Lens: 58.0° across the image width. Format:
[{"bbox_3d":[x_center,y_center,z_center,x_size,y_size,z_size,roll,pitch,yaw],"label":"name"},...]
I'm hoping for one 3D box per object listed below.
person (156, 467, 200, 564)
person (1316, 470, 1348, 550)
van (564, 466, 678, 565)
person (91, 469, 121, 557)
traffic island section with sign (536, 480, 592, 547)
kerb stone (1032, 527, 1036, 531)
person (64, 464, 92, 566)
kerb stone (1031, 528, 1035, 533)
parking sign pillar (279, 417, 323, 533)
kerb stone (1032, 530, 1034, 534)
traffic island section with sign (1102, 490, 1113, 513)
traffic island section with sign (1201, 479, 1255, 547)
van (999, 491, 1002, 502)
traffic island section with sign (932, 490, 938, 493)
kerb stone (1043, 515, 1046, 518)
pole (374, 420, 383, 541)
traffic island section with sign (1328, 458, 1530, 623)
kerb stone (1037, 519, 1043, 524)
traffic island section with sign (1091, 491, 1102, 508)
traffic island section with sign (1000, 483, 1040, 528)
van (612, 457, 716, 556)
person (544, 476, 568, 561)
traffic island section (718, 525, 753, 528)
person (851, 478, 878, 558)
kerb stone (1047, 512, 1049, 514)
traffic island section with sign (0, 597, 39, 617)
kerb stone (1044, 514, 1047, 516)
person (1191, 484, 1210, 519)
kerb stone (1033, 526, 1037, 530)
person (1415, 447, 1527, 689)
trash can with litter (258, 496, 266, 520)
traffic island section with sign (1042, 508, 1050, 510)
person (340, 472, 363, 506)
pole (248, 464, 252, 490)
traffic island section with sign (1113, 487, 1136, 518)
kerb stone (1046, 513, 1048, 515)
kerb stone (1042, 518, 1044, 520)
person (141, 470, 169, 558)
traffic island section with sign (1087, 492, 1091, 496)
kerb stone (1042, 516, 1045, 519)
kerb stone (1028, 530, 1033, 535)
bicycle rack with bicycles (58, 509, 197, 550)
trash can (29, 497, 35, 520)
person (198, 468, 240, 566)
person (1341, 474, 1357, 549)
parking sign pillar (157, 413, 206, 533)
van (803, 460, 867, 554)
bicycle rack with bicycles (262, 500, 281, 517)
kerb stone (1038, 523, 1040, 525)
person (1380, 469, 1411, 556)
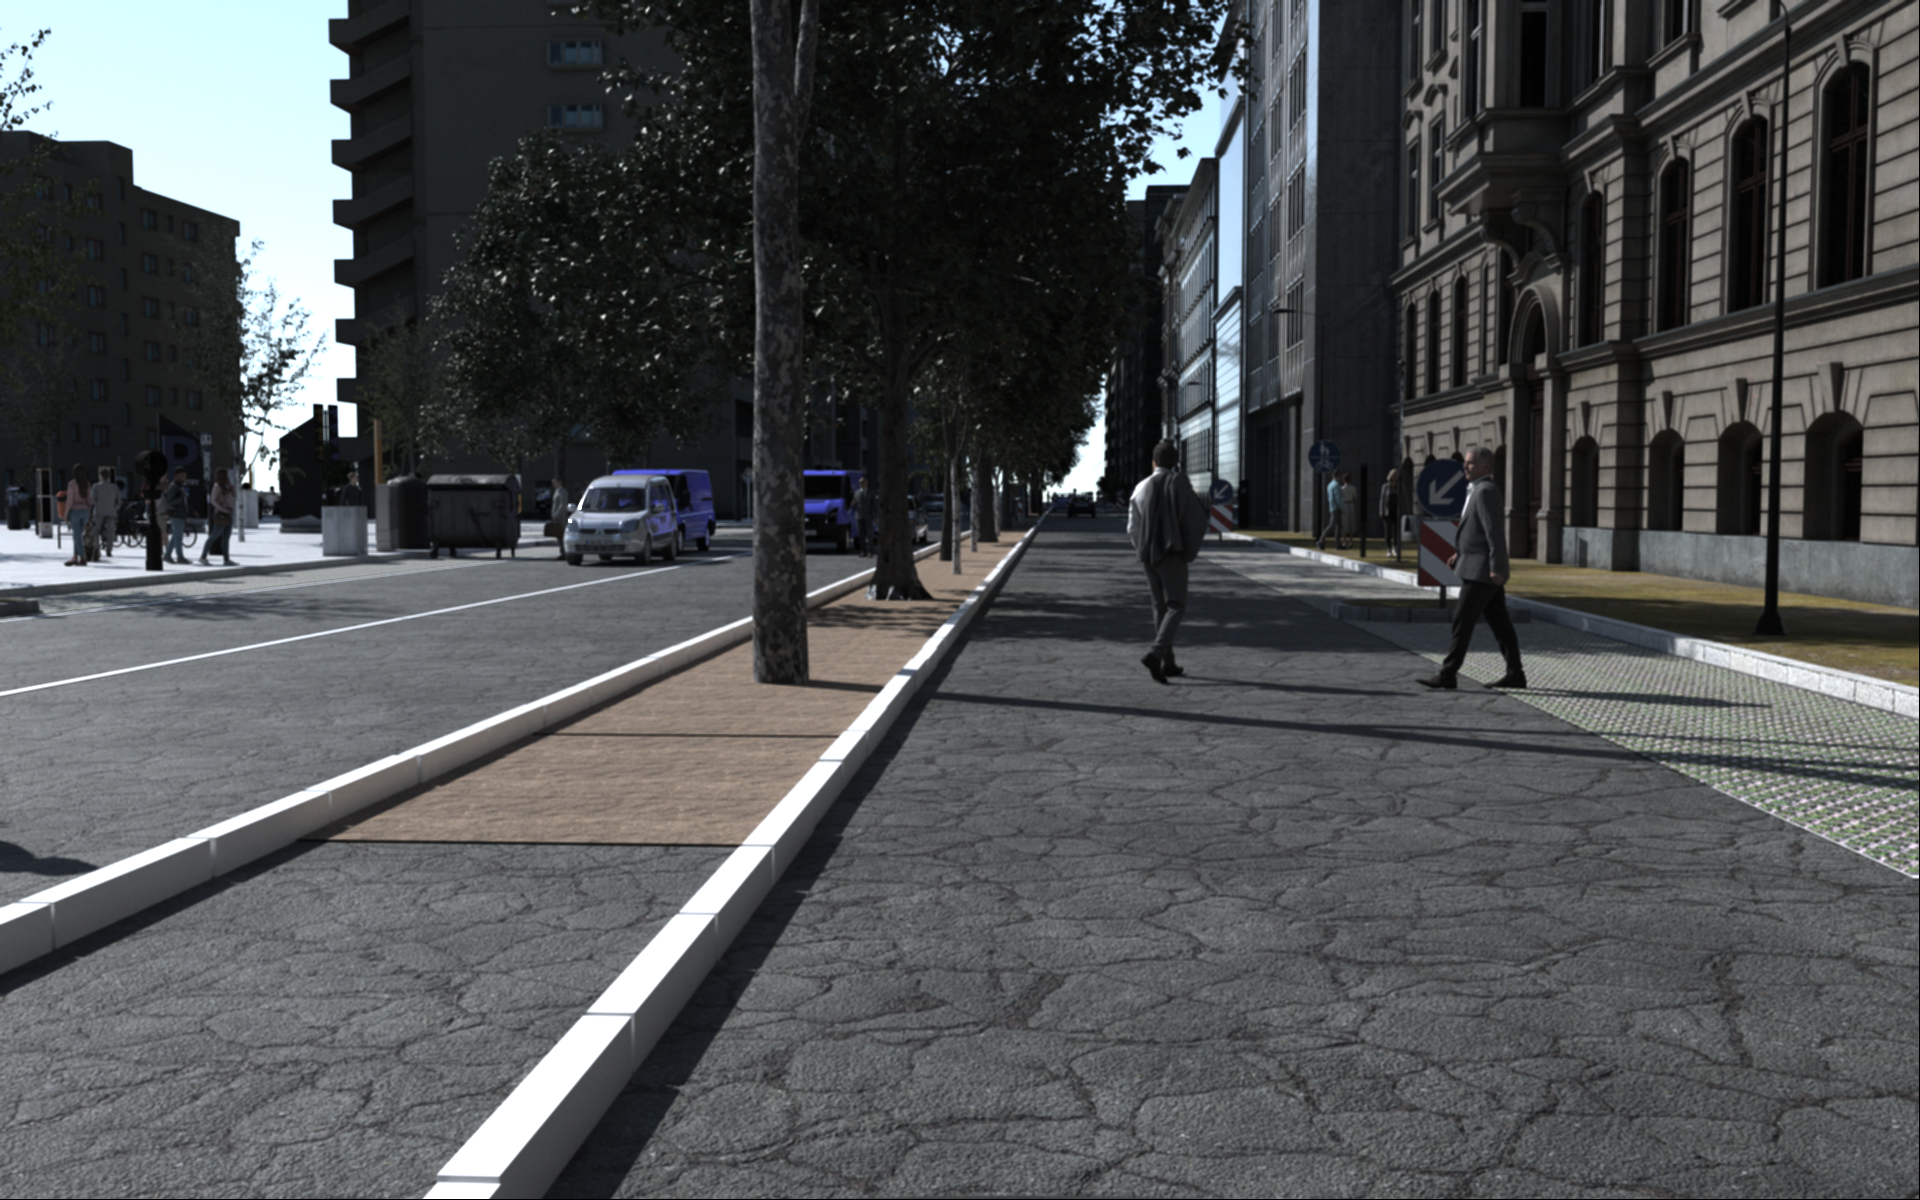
[{"bbox_3d":[-14.311,-1.548,31.697,0.721,1.781,0.623,-2,4,-24],"label":"person"},{"bbox_3d":[8.540,-2.067,39.706,0.748,1.841,0.638,0,4,8],"label":"person"},{"bbox_3d":[-7.061,-1.789,36.255,2.013,2.044,4.112,0,4,2],"label":"van"},{"bbox_3d":[-17.653,-1.801,35.689,0.583,1.804,0.606,3,5,41],"label":"person"},{"bbox_3d":[-10.451,-2.394,47.771,1.989,1.847,2.006,0,4,3],"label":"traffic island section with sign"},{"bbox_3d":[2.566,-2.441,62.112,0.120,0.150,1.000,0,4,3],"label":"kerb stone"},{"bbox_3d":[-15.728,-1.521,30.919,0.388,1.821,0.555,1,4,11],"label":"person"},{"bbox_3d":[2.453,-2.316,60.070,0.120,0.150,1.000,0,4,3],"label":"kerb stone"},{"bbox_3d":[-21.743,-4.200,57.140,1.447,3.967,1.447,-1,4,-18],"label":"parking sign pillar"},{"bbox_3d":[2.325,-2.192,58.029,0.120,0.150,1.000,0,4,3],"label":"kerb stone"},{"bbox_3d":[11.882,-7.411,129.792,1.989,1.847,2.006,0,4,3],"label":"traffic island section with sign"},{"bbox_3d":[6.967,-2.371,47.392,1.989,1.847,2.006,0,4,3],"label":"traffic island section with sign"},{"bbox_3d":[6.470,-16.651,279.260,2.013,2.044,4.112,0,4,1],"label":"van"},{"bbox_3d":[-2.572,-10.508,180.435,1.989,1.847,2.006,0,4,3],"label":"traffic island section with sign"},{"bbox_3d":[4.364,-4.290,92.341,0.120,0.150,1.000,0,4,3],"label":"kerb stone"},{"bbox_3d":[-15.999,-3.293,47.682,0.158,3.312,0.155,0,3,0],"label":"pole"},{"bbox_3d":[5.355,-0.701,20.095,1.989,1.847,2.006,0,4,3],"label":"traffic island section with sign"},{"bbox_3d":[3.636,-3.540,80.067,0.120,0.150,1.000,0,4,3],"label":"kerb stone"},{"bbox_3d":[14.820,-10.443,179.367,1.989,1.847,2.006,0,4,3],"label":"traffic island section with sign"},{"bbox_3d":[2.583,-4.399,80.060,2.006,1.907,1.989,0,4,3],"label":"traffic island section with sign"},{"bbox_3d":[-7.352,-2.307,42.109,2.240,2.365,5.245,0,4,2],"label":"van"},{"bbox_3d":[-8.624,-1.756,37.338,0.853,1.813,0.709,-2,4,-31],"label":"person"},{"bbox_3d":[-8.946,-3.107,73.088,2.009,0.180,2.903,0,4,3],"label":"traffic island section"},{"bbox_3d":[-2.177,-1.865,39.163,0.661,1.801,0.590,1,4,16],"label":"person"},{"bbox_3d":[5.340,-5.291,108.701,0.120,0.150,1.000,0,4,3],"label":"kerb stone"},{"bbox_3d":[-12.085,-0.718,20.371,1.989,1.847,2.006,0,4,3],"label":"traffic island section with sign"},{"bbox_3d":[4.672,-4.602,97.458,0.120,0.150,1.000,0,4,3],"label":"kerb stone"},{"bbox_3d":[12.295,-5.100,89.640,1.509,1.804,0.699,2,4,32],"label":"person"},{"bbox_3d":[2.633,-2.504,63.133,0.120,0.150,1.000,0,4,3],"label":"kerb stone"},{"bbox_3d":[3.742,-0.231,12.672,0.834,1.777,0.661,0,4,4],"label":"person"},{"bbox_3d":[-34.955,-4.555,85.862,0.624,1.170,1.055,1,4,14],"label":"trash can with litter"},{"bbox_3d":[7.030,-8.987,155.067,2.006,1.907,1.989,0,4,3],"label":"traffic island section with sign"},{"bbox_3d":[-13.750,-1.995,39.085,0.534,1.772,0.576,0,4,5],"label":"person"},{"bbox_3d":[-47.599,-7.484,116.200,0.158,3.312,0.155,0,3,0],"label":"pole"},{"bbox_3d":[10.280,-5.765,102.885,1.989,1.847,2.006,0,4,3],"label":"traffic island section with sign"},{"bbox_3d":[5.030,-4.978,103.586,0.120,0.150,1.000,0,4,3],"label":"kerb stone"},{"bbox_3d":[3.879,-3.790,84.161,0.120,0.150,1.000,0,4,3],"label":"kerb stone"},{"bbox_3d":[-16.060,-1.752,34.663,0.580,1.828,0.573,0,4,-3],"label":"person"},{"bbox_3d":[16.443,-12.117,206.739,1.989,1.847,2.006,0,4,3],"label":"traffic island section with sign"},{"bbox_3d":[4.183,-4.103,89.272,0.120,0.150,1.000,0,4,3],"label":"kerb stone"},{"bbox_3d":[2.260,-2.124,57.009,0.120,0.150,1.000,0,4,3],"label":"kerb stone"},{"bbox_3d":[-20.044,-1.702,41.208,2.925,0.926,2.852,2,4,33],"label":"bicycle rack with bicycles"},{"bbox_3d":[-45.498,-4.461,84.586,0.748,1.137,0.748,0,3,0],"label":"trash can"},{"bbox_3d":[-13.307,-1.494,31.059,0.643,1.750,0.593,0,4,-5],"label":"person"},{"bbox_3d":[9.039,-2.075,40.540,0.480,1.755,0.524,-1,4,-16],"label":"person"},{"bbox_3d":[-26.010,-4.243,57.843,1.447,3.967,1.447,-3,4,-39],"label":"parking sign pillar"},{"bbox_3d":[-3.510,-2.387,43.405,2.240,2.365,5.245,0,4,3],"label":"van"},{"bbox_3d":[-38.054,-5.040,95.793,2.925,0.926,2.852,0,4,-3],"label":"bicycle rack with bicycles"},{"bbox_3d":[3.062,-2.942,70.303,0.120,0.150,1.000,0,4,3],"label":"kerb stone"},{"bbox_3d":[9.048,-1.812,35.848,0.709,1.800,0.728,1,4,13],"label":"person"}]
